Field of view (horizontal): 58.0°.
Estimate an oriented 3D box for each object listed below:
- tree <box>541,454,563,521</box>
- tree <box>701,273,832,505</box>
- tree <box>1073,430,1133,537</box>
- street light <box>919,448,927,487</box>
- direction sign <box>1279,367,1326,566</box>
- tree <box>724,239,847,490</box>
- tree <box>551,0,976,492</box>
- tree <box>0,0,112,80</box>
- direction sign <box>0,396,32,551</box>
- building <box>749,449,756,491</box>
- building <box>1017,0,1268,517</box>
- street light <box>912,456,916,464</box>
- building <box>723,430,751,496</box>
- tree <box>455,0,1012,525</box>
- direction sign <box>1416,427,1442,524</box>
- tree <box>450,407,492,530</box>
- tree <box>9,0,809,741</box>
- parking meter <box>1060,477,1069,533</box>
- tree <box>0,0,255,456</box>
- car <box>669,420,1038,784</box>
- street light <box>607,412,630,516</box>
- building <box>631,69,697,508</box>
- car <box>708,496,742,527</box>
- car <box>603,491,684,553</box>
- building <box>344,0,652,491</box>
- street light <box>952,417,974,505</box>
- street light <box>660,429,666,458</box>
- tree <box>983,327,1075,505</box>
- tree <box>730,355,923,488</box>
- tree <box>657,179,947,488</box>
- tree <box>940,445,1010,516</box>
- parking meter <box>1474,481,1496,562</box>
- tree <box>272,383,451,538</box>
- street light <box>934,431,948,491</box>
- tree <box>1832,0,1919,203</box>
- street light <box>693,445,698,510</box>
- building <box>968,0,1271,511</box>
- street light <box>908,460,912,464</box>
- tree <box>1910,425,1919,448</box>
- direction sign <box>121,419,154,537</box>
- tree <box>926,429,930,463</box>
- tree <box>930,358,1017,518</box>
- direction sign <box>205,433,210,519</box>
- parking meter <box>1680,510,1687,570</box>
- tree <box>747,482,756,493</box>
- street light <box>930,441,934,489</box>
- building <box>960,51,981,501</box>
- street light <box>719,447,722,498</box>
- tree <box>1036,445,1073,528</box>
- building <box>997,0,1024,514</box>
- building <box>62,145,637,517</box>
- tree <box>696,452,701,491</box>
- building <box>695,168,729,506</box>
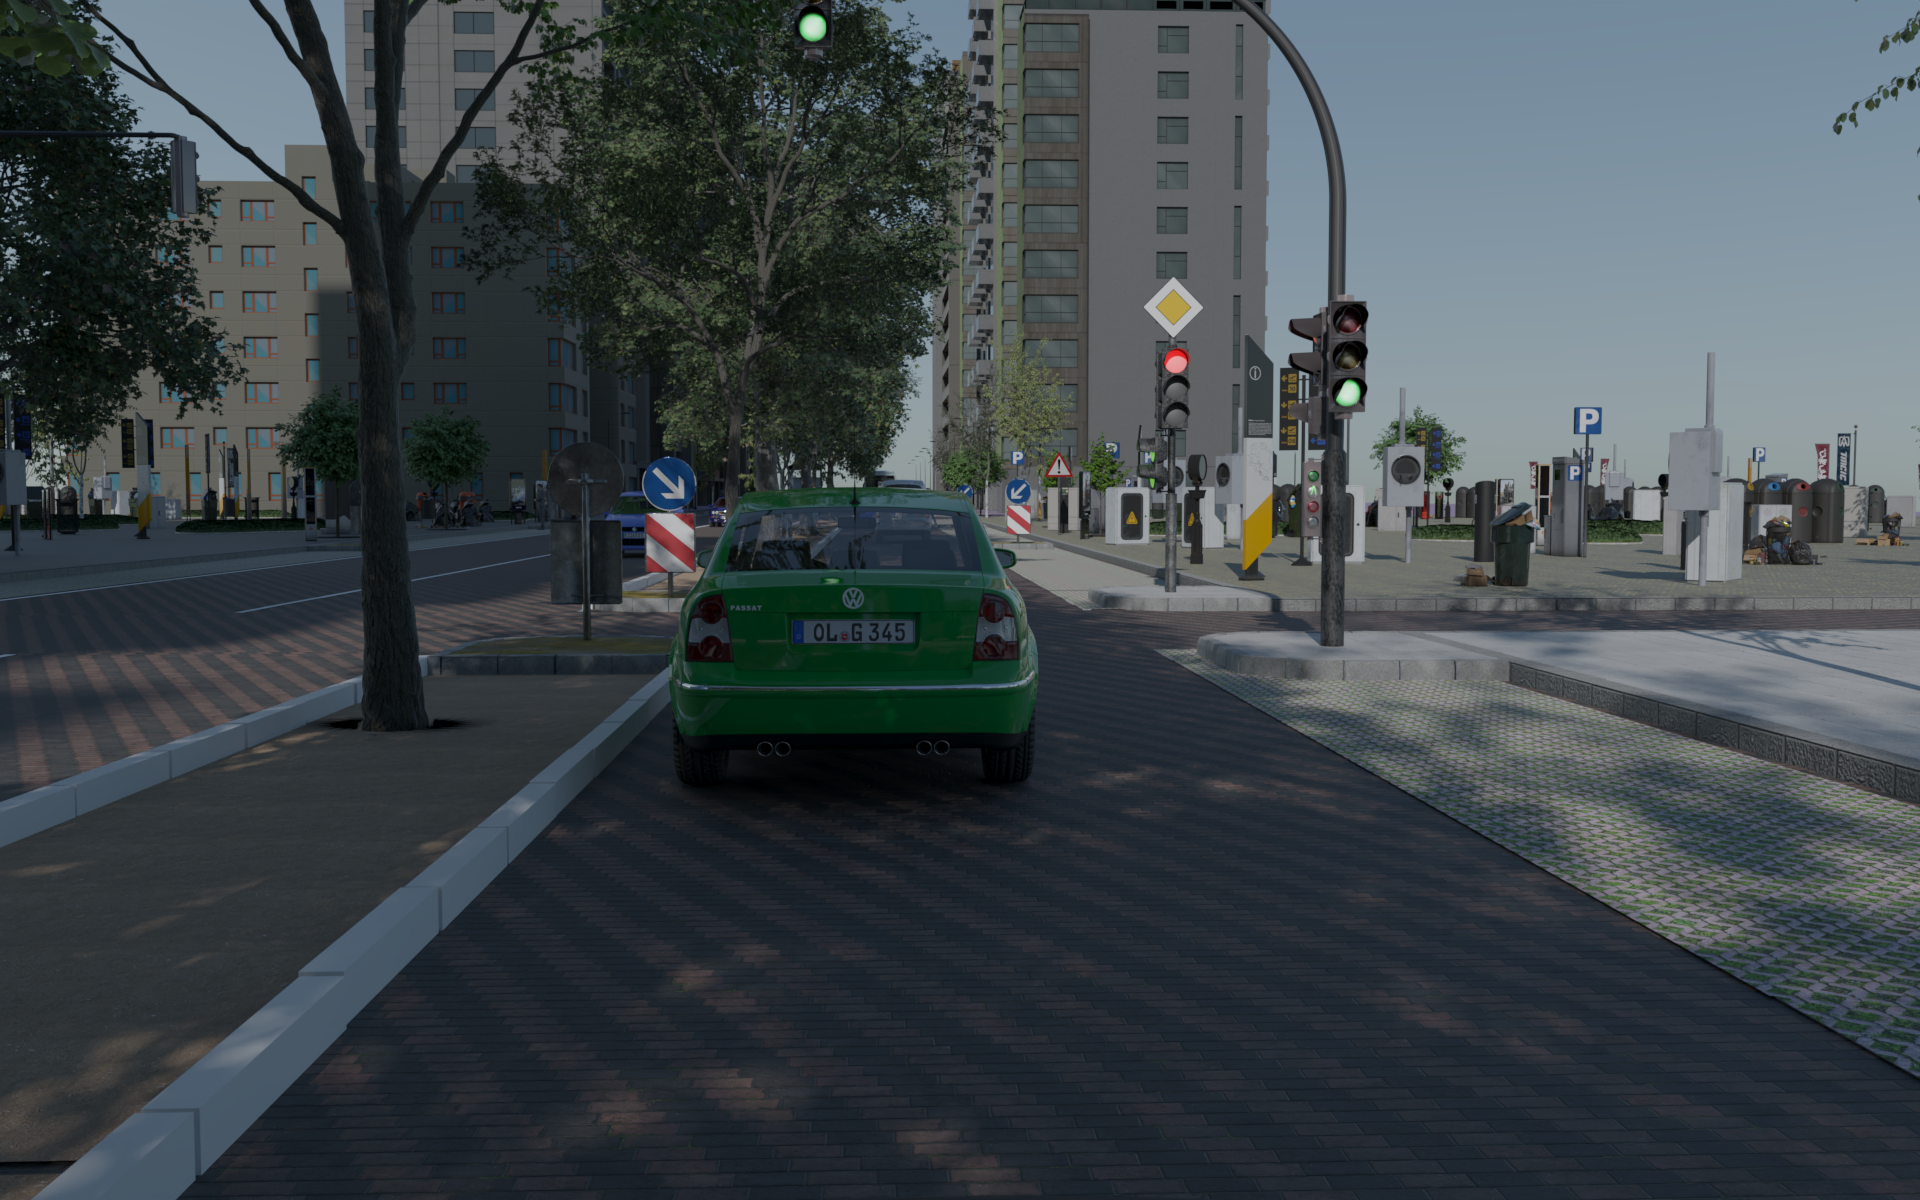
[{"bbox_3d":[-19.458,-5.468,83.997,1.663,3.219,1.824,0,3,0],"label":"tree"},{"bbox_3d":[-4.977,-5.954,50.168,4.737,8.622,4.395,0,3,0],"label":"tree"},{"bbox_3d":[4.386,-3.526,52.257,1.663,3.219,1.824,0,3,0],"label":"tree"},{"bbox_3d":[-3.149,-12.329,174.120,1.470,5.913,1.316,0,4,-3],"label":"street light"},{"bbox_3d":[6.126,-2.382,30.939,0.876,3.537,0.379,2,4,27],"label":"direction sign"},{"bbox_3d":[-4.490,-5.576,43.979,4.360,8.622,3.978,0,3,0],"label":"tree"},{"bbox_3d":[-4.033,-7.781,36.325,9.857,13.997,8.962,0,3,0],"label":"tree"},{"bbox_3d":[-2.716,-4.952,1.545,7.486,12.596,7.792,0,3,0],"label":"tree"},{"bbox_3d":[-21.465,-2.886,39.175,0.876,3.537,0.379,-3,5,-42],"label":"direction sign"},{"bbox_3d":[-35.687,-29.136,248.073,14.160,30.474,14.107,0,4,-3],"label":"building"},{"bbox_3d":[10.294,-20.394,105.141,14.160,30.474,14.107,0,4,-3],"label":"building"},{"bbox_3d":[-4.783,-14.595,211.172,1.470,5.913,1.316,0,4,-3],"label":"street light"},{"bbox_3d":[-42.200,-23.295,225.910,27.650,21.520,28.899,0,4,-3],"label":"building"},{"bbox_3d":[-3.572,-5.460,26.138,8.767,10.594,7.601,0,4,-3],"label":"tree"},{"bbox_3d":[15.949,-4.098,58.993,0.876,3.537,0.379,0,4,-7],"label":"direction sign"},{"bbox_3d":[-18.309,-4.764,61.606,4.285,4.588,4.351,0,3,0],"label":"tree"},{"bbox_3d":[-3.567,-5.023,10.333,9.928,11.665,9.643,0,3,0],"label":"tree"},{"bbox_3d":[3.390,-3.117,56.682,0.255,1.863,0.399,-1,4,-12],"label":"parking meter"},{"bbox_3d":[-16.936,-6.845,28.932,9.611,12.733,9.660,0,3,0],"label":"tree"},{"bbox_3d":[-0.594,-0.071,9.961,1.959,1.807,4.718,0,4,-3],"label":"car"},{"bbox_3d":[-19.324,-7.673,97.988,1.470,5.913,1.316,0,4,-3],"label":"street light"},{"bbox_3d":[-31.241,-28.740,153.495,14.154,41.232,14.086,0,4,-3],"label":"building"},{"bbox_3d":[-10.044,-3.896,76.280,1.945,1.354,3.894,0,4,-2],"label":"car"},{"bbox_3d":[-7.412,-1.895,40.572,1.945,1.707,3.694,0,4,-4],"label":"car"},{"bbox_3d":[-34.198,-42.562,134.139,20.563,71.187,20.611,0,4,-3],"label":"building"},{"bbox_3d":[0.272,-8.105,105.053,1.470,5.913,1.316,0,4,-3],"label":"street light"},{"bbox_3d":[-20.374,-9.083,121.050,1.470,5.913,1.316,0,4,-3],"label":"street light"},{"bbox_3d":[2.983,-7.687,76.046,4.737,8.622,4.395,0,3,0],"label":"tree"},{"bbox_3d":[-6.939,-10.348,82.010,12.009,13.543,11.850,0,3,0],"label":"tree"},{"bbox_3d":[-5.272,-8.544,59.158,9.611,12.733,9.660,0,3,0],"label":"tree"},{"bbox_3d":[1.143,-7.150,100.618,4.285,4.588,4.351,0,3,0],"label":"tree"},{"bbox_3d":[9.917,-1.488,32.738,0.372,1.533,0.369,0,3,0],"label":"parking meter"},{"bbox_3d":[-18.201,-4.098,50.716,4.285,4.588,4.351,0,3,0],"label":"tree"},{"bbox_3d":[-0.949,-9.498,127.831,1.470,5.913,1.316,0,4,-3],"label":"street light"},{"bbox_3d":[6.475,-3.663,10.250,4.360,8.622,3.978,0,3,0],"label":"tree"},{"bbox_3d":[-21.438,-10.465,143.644,1.470,5.913,1.316,0,4,-3],"label":"street light"},{"bbox_3d":[12.124,-31.946,141.924,23.786,49.044,30.456,0,4,-3],"label":"building"},{"bbox_3d":[-5.865,-15.977,233.765,1.470,5.913,1.316,0,4,-3],"label":"street light"},{"bbox_3d":[26.972,-3.789,45.666,4.285,4.588,4.351,0,3,0],"label":"tree"},{"bbox_3d":[-24.787,-3.686,52.264,0.876,3.537,0.379,-2,4,-26],"label":"direction sign"},{"bbox_3d":[-1.613,-14.147,181.668,4.360,8.622,3.978,0,3,0],"label":"tree"},{"bbox_3d":[1.200,-8.725,93.012,4.360,8.622,3.978,0,3,0],"label":"tree"},{"bbox_3d":[-28.254,-4.471,65.100,0.379,3.537,0.876,-2,4,-32],"label":"direction sign"},{"bbox_3d":[12.367,-1.272,29.210,0.372,1.533,0.369,0,3,0],"label":"parking meter"},{"bbox_3d":[-26.094,-13.488,215.127,1.663,3.219,1.824,0,3,0],"label":"tree"},{"bbox_3d":[-1.932,-10.911,150.943,1.470,5.913,1.316,0,4,-3],"label":"street light"},{"bbox_3d":[6.919,-29.393,164.168,14.154,41.232,14.086,0,4,-3],"label":"building"},{"bbox_3d":[-22.592,-11.885,166.853,1.470,5.913,1.316,0,4,-3],"label":"street light"},{"bbox_3d":[3.557,-4.388,66.353,1.663,3.219,1.824,0,3,0],"label":"tree"},{"bbox_3d":[9.447,-26.643,119.202,14.154,41.232,14.086,0,4,-3],"label":"building"},{"bbox_3d":[-36.644,-16.235,110.479,27.650,21.520,28.899,0,4,-3],"label":"building"},{"bbox_3d":[-24.754,-13.596,172.656,4.737,8.622,4.395,0,3,0],"label":"tree"},{"bbox_3d":[-37.346,-33.104,195.867,22.147,44.769,28.867,0,4,-3],"label":"building"}]
